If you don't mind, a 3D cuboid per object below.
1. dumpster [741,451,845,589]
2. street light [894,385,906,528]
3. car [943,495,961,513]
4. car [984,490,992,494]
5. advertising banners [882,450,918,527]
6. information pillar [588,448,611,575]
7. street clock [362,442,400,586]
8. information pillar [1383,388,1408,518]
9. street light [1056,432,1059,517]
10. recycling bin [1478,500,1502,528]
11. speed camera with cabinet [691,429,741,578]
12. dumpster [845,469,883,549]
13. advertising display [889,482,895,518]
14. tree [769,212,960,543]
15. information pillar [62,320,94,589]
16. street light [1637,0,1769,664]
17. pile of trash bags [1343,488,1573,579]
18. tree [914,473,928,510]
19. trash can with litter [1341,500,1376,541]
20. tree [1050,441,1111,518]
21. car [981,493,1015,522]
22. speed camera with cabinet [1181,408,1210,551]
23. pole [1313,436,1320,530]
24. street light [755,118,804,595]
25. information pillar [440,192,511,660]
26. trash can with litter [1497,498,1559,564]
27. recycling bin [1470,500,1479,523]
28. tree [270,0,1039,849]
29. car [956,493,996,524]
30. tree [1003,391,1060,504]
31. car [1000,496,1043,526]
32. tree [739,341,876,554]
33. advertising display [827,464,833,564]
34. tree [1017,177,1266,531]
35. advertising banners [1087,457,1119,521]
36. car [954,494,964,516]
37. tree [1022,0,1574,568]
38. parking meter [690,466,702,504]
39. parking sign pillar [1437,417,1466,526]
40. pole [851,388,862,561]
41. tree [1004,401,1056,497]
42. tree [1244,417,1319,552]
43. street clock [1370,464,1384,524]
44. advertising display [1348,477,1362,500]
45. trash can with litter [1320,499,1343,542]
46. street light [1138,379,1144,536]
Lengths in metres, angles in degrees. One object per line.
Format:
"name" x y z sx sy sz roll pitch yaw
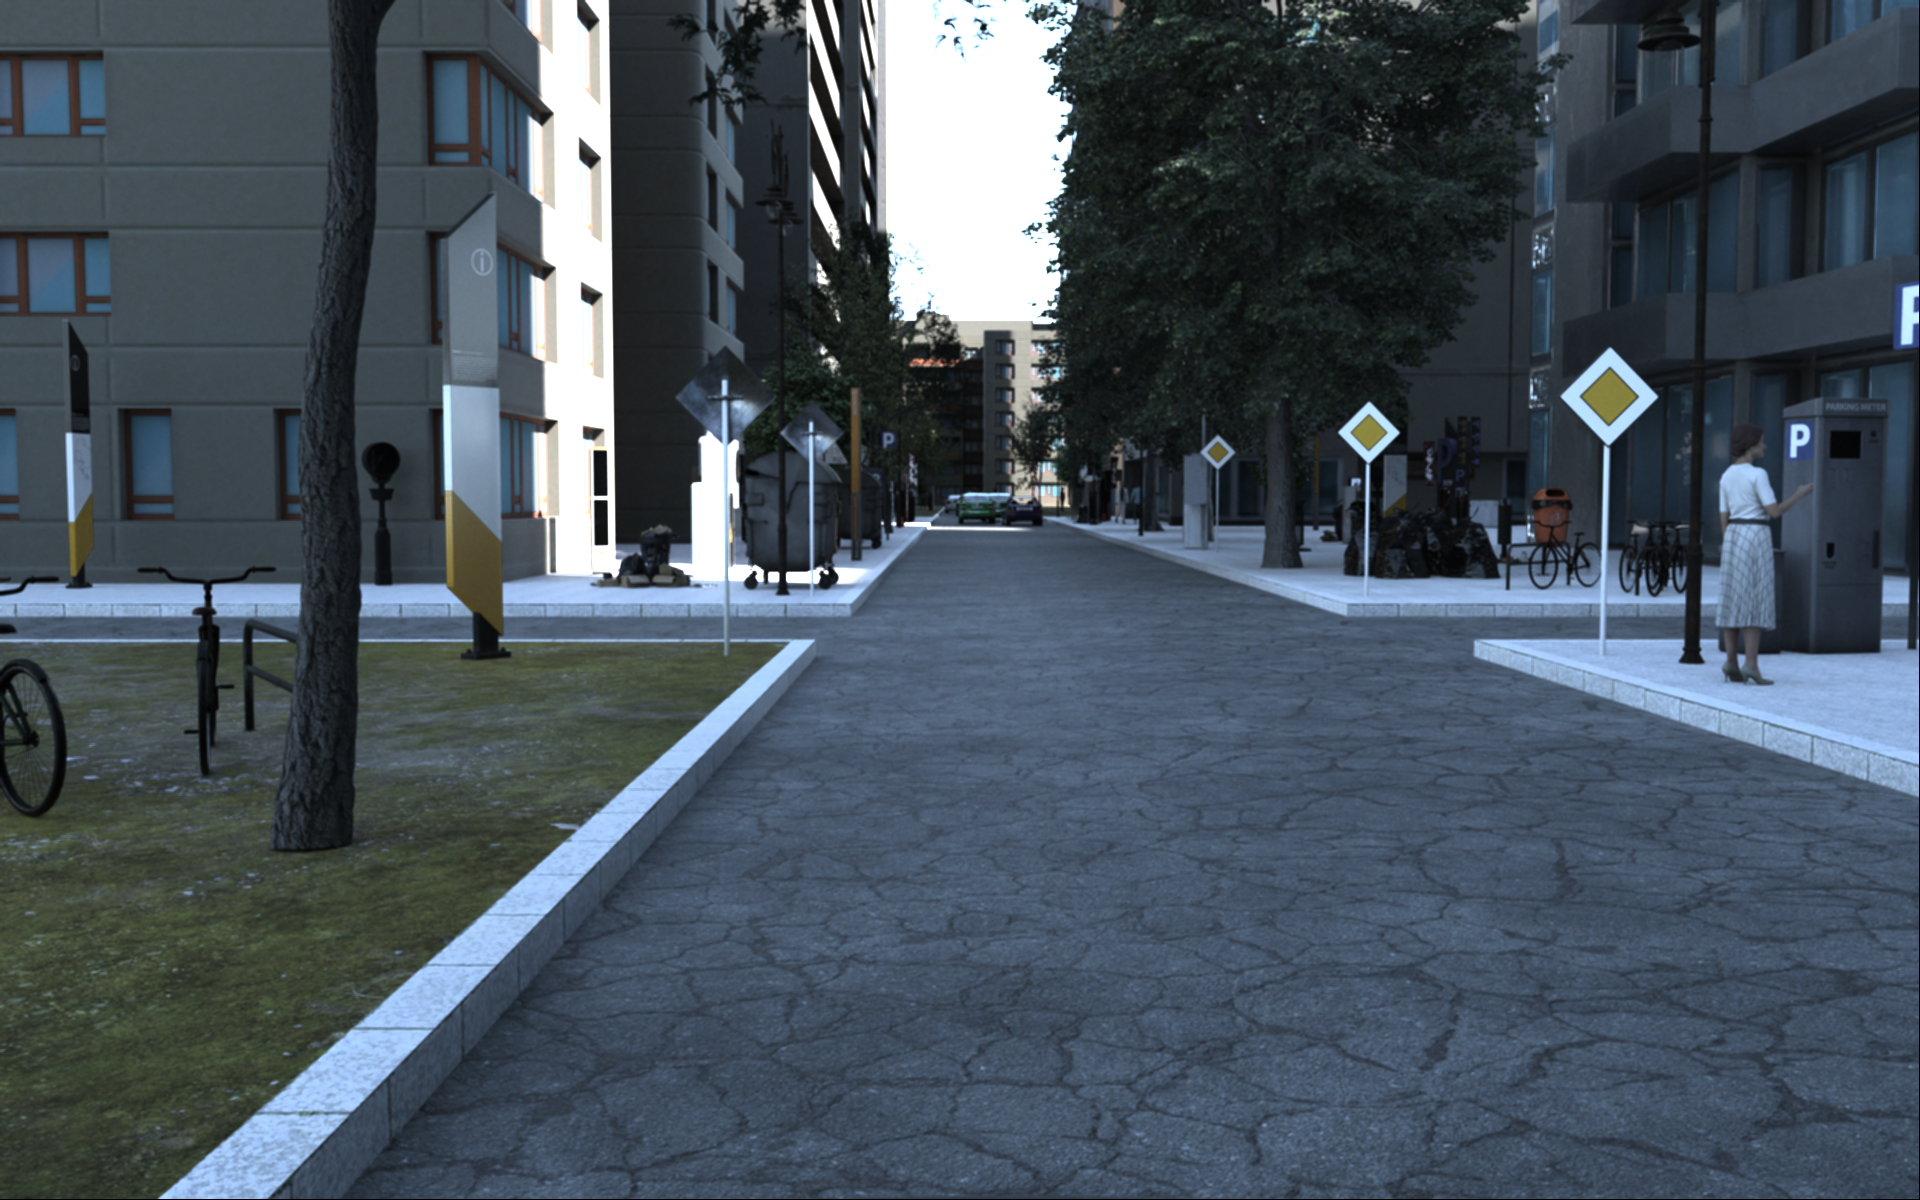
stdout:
"dumpster" -2.323 -1.111 23.930 1.264 1.857 1.865 0 3 0
"street light" -2.309 -5.709 66.122 0.468 5.910 1.993 0 3 0
"car" -0.199 -7.183 129.802 2.083 1.381 4.827 0 4 -1
"car" 1.811 -6.007 107.249 2.155 1.783 4.494 0 4 0
"advertising banners" -2.381 -4.406 68.226 0.090 3.025 2.074 3 5 39
"information pillar" -5.737 -1.413 27.594 0.304 2.012 0.304 -1 4 -18
"street clock" -8.120 -1.209 24.336 0.471 2.002 0.358 -2 4 -35
"information pillar" 9.204 -2.771 36.667 0.504 3.616 0.183 0 4 -5
"street light" 5.466 -7.562 96.434 0.468 5.910 1.993 0 3 0
"recycling bin" 20.121 -3.242 65.557 0.722 1.027 0.722 1 4 20
"speed camera with cabinet" -3.843 -2.017 27.322 0.660 3.252 2.038 0 4 -2
"dumpster" -2.485 -2.155 40.994 1.264 1.857 1.865 0 3 0
"advertising display" -3.767 -5.492 95.004 0.123 1.923 0.974 -1 4 -23
"tree" -2.678 -5.789 45.016 4.737 8.622 4.395 0 3 0
"information pillar" -12.043 -1.976 23.656 0.183 3.616 0.504 0 4 2
"street light" 5.559 -2.458 12.978 0.468 5.910 1.993 0 3 0
"pile of trash bags" 7.826 -1.056 27.020 3.447 1.369 1.912 0 4 -3
"tree" -3.171 -9.107 143.503 1.663 3.219 1.824 0 3 0
"trash can with litter" 8.232 -1.481 35.604 0.624 1.170 1.055 1 4 14
"tree" 6.464 -6.644 92.340 4.285 4.588 4.351 0 3 0
"car" 1.993 -5.041 91.210 1.959 1.807 4.718 0 4 -1
"speed camera with cabinet" 5.461 -2.800 40.118 0.660 3.252 2.038 1 4 8
"pole" 12.591 -4.119 61.194 0.158 3.312 0.155 0 3 0
"street light" -2.255 -3.001 21.860 0.468 5.910 1.993 0 3 0
"information pillar" -3.757 -1.347 13.381 0.183 3.616 0.504 2 4 35
"trash can with litter" 10.367 -1.324 32.698 1.678 1.210 2.233 1 4 14
"recycling bin" 20.597 -3.410 68.313 0.722 1.027 0.722 -3 5 -42
"tree" -2.023 -4.381 6.049 7.601 10.594 8.767 -1 4 -11
"car" 0.805 -4.634 84.556 1.959 1.807 4.718 0 4 0
"tree" 5.300 -10.390 120.231 4.360 8.622 3.978 0 3 0
"car" 2.845 -4.114 79.844 1.945 1.354 3.894 0 4 -2
"tree" -3.470 -3.283 37.390 4.285 4.588 4.351 0 3 0
"advertising display" -2.721 -1.625 31.789 0.974 1.923 0.123 3 4 39
"tree" 6.726 -8.725 59.656 9.611 12.733 9.660 0 3 0
"advertising banners" 6.705 -5.185 80.969 2.074 3.025 0.090 -3 5 -41
"car" 0.681 -6.231 113.670 2.131 1.459 4.920 0 4 -1
"tree" 5.583 -7.525 29.689 9.857 13.997 8.962 0 3 0
"parking meter" -4.741 -1.595 31.785 0.399 1.863 0.255 0 4 -2
"parking sign pillar" 17.002 -4.370 59.928 1.447 3.967 1.447 -1 4 -11
"pole" -1.997 -2.415 33.335 0.158 3.312 0.155 0 3 0
"tree" 5.600 -11.253 134.357 4.737 8.622 4.395 0 3 0
"tree" 7.511 -2.723 39.123 1.663 3.219 1.824 0 3 0
"street clock" 10.051 -2.270 41.685 0.358 2.002 0.471 -1 4 -12
"advertising display" 15.027 -3.715 65.953 0.123 1.923 0.974 3 4 36
"trash can with litter" 10.244 -2.164 46.766 1.055 1.170 0.624 -3 5 -40
"street light" 5.555 -4.905 52.989 0.468 5.910 1.993 0 3 0
